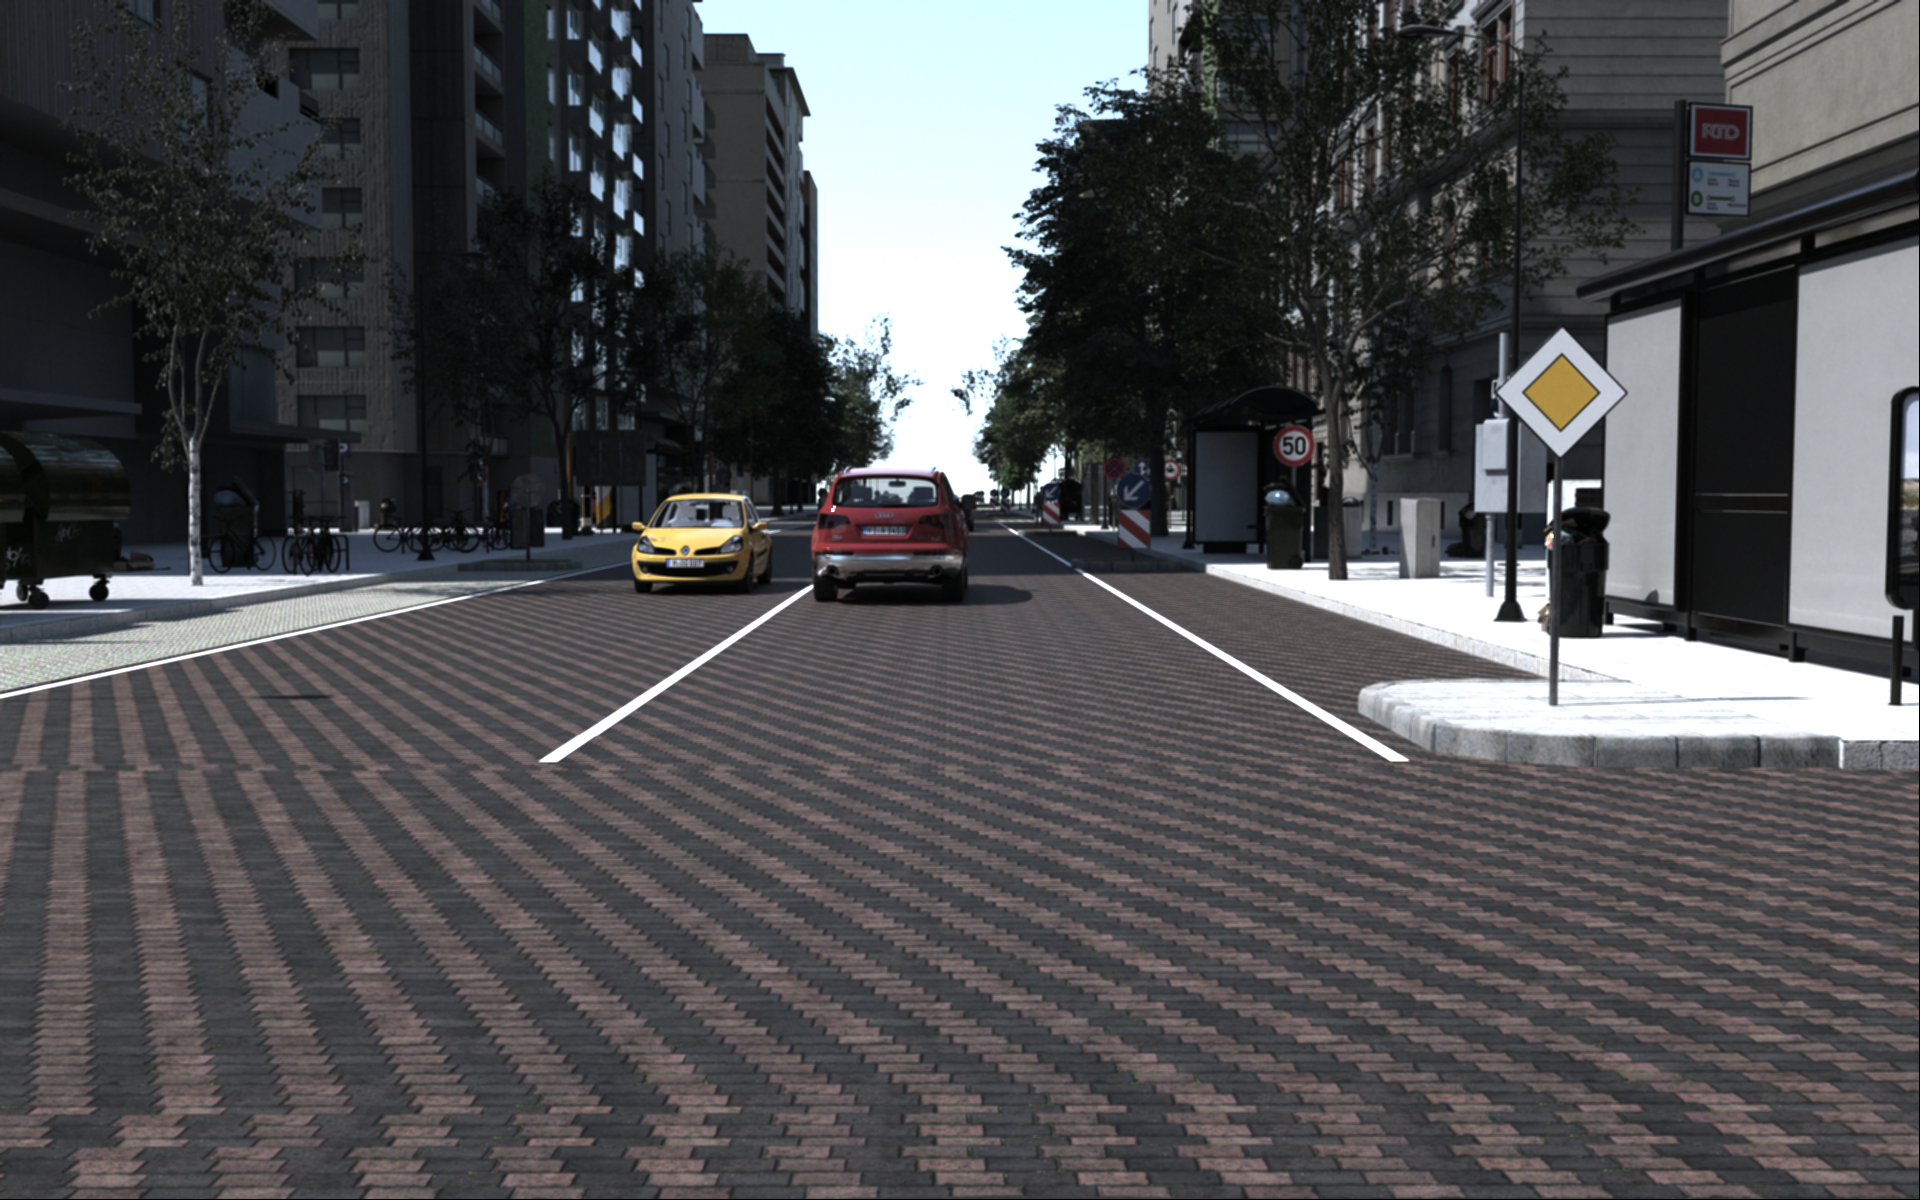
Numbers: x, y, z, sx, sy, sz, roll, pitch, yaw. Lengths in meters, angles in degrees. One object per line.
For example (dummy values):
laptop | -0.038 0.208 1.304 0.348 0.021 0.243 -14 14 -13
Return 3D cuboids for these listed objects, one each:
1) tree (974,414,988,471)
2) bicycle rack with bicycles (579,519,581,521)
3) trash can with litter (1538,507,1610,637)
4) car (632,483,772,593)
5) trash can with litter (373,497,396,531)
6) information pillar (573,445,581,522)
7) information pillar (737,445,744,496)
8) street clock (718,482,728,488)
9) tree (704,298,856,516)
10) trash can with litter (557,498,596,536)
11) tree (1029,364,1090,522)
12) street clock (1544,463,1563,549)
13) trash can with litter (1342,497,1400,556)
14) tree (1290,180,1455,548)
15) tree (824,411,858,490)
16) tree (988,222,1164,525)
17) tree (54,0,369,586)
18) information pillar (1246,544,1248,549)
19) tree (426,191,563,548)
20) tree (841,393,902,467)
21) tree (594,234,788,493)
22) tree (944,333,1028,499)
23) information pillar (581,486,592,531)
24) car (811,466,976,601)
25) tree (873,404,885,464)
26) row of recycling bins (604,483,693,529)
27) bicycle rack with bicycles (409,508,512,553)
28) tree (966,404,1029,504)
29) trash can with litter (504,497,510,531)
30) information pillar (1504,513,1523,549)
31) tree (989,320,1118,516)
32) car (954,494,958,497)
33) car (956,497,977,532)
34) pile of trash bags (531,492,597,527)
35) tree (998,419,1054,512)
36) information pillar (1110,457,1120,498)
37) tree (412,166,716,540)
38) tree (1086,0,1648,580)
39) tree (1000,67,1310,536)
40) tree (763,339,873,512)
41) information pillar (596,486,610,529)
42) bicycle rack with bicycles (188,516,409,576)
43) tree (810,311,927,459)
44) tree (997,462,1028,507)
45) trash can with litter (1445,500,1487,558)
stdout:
tree | 5.274 -16.349 185.437 7.486 12.596 7.792 0 3 0
bicycle rack with bicycles | -18.902 -4.079 80.073 2.925 0.926 2.852 0 4 -5
trash can with litter | 5.510 -0.270 15.796 0.624 1.170 1.055 0 4 3
car | -3.870 -0.985 26.334 2.015 1.641 3.980 0 3 0
trash can with litter | -20.155 -3.003 60.491 1.055 1.170 0.624 3 5 40
information pillar | -17.424 -5.319 78.317 0.504 3.616 0.183 -1 4 -13
information pillar | -10.552 -5.618 83.217 0.183 3.616 0.504 -3 4 -37
street clock | -11.430 -4.834 83.613 0.471 2.002 0.358 0 4 -6
tree | -10.827 -11.264 101.180 9.611 12.733 9.660 0 3 0
trash can with litter | -11.756 -2.550 53.075 0.624 1.170 1.055 3 5 42
tree | 5.536 -7.916 79.793 4.360 8.622 3.978 0 3 0
street clock | 13.729 -2.182 40.241 0.358 2.002 0.471 -3 4 -36
trash can with litter | 8.672 -1.585 36.973 2.233 1.210 1.678 -2 4 -32
tree | 9.876 -5.563 41.316 4.360 8.622 3.978 0 3 0
tree | -10.741 -11.955 145.826 4.360 8.622 3.978 0 3 0
tree | 5.411 -9.373 71.367 7.486 12.596 7.792 0 3 0
tree | -10.586 -4.518 24.234 4.360 8.622 3.978 0 3 0
information pillar | 6.563 -2.203 40.519 0.304 2.012 0.304 1 4 20
tree | -11.606 -5.559 41.255 4.360 8.622 3.978 0 3 0
tree | -11.282 -17.978 204.314 12.009 13.543 11.850 0 3 0
tree | -10.770 -8.869 70.771 9.928 11.665 9.643 0 3 0
tree | 4.330 -21.440 206.436 12.611 20.169 13.585 0 3 0
information pillar | -13.011 -3.413 60.290 0.304 2.012 0.304 -2 4 -28
car | -0.915 -0.979 24.680 2.281 1.827 5.304 0 4 1
tree | -10.523 -14.922 162.093 7.486 12.596 7.792 0 3 0
row of recycling bins | -11.704 -3.512 64.528 3.534 1.692 1.069 0 4 0
bicycle rack with bicycles | -11.458 -1.524 38.303 2.925 0.926 2.852 -1 4 -10
tree | 5.176 -19.510 229.361 12.009 13.543 11.850 0 3 0
trash can with litter | -15.404 -3.011 60.616 1.055 1.170 0.624 -1 4 -18
information pillar | 12.961 -2.202 40.500 0.304 2.012 0.304 -1 4 -17
tree | 6.235 -10.616 99.333 9.928 11.665 9.643 0 3 0
car | -0.878 -11.319 194.844 2.009 1.686 4.222 0 4 1
car | -0.323 -3.331 67.041 1.945 1.354 3.894 0 4 1
pile of trash bags | -15.659 -3.545 67.713 3.447 1.369 1.912 0 4 8
tree | 5.675 -11.986 146.331 4.737 8.622 4.395 0 3 0
information pillar | 6.797 -5.179 76.037 0.504 3.616 0.183 1 4 11
tree | -11.123 -6.997 48.807 8.767 10.594 7.601 -1 4 -14
tree | 5.769 -5.596 25.905 8.767 10.594 7.601 1 4 15
tree | 6.108 -8.910 52.337 9.857 13.997 8.962 0 3 0
tree | -11.083 -12.604 124.198 7.486 12.596 7.792 0 3 0
information pillar | -12.991 -4.379 62.952 0.504 3.616 0.183 -2 4 -26
bicycle rack with bicycles | -11.125 -0.923 28.470 2.852 0.926 2.925 1 4 8
tree | -9.821 -19.747 178.745 12.611 20.169 13.585 0 3 0
tree | 5.436 -11.575 172.963 4.285 4.588 4.351 0 3 0
trash can with litter | 10.201 -1.446 35.022 0.624 1.170 1.055 -1 4 -21
